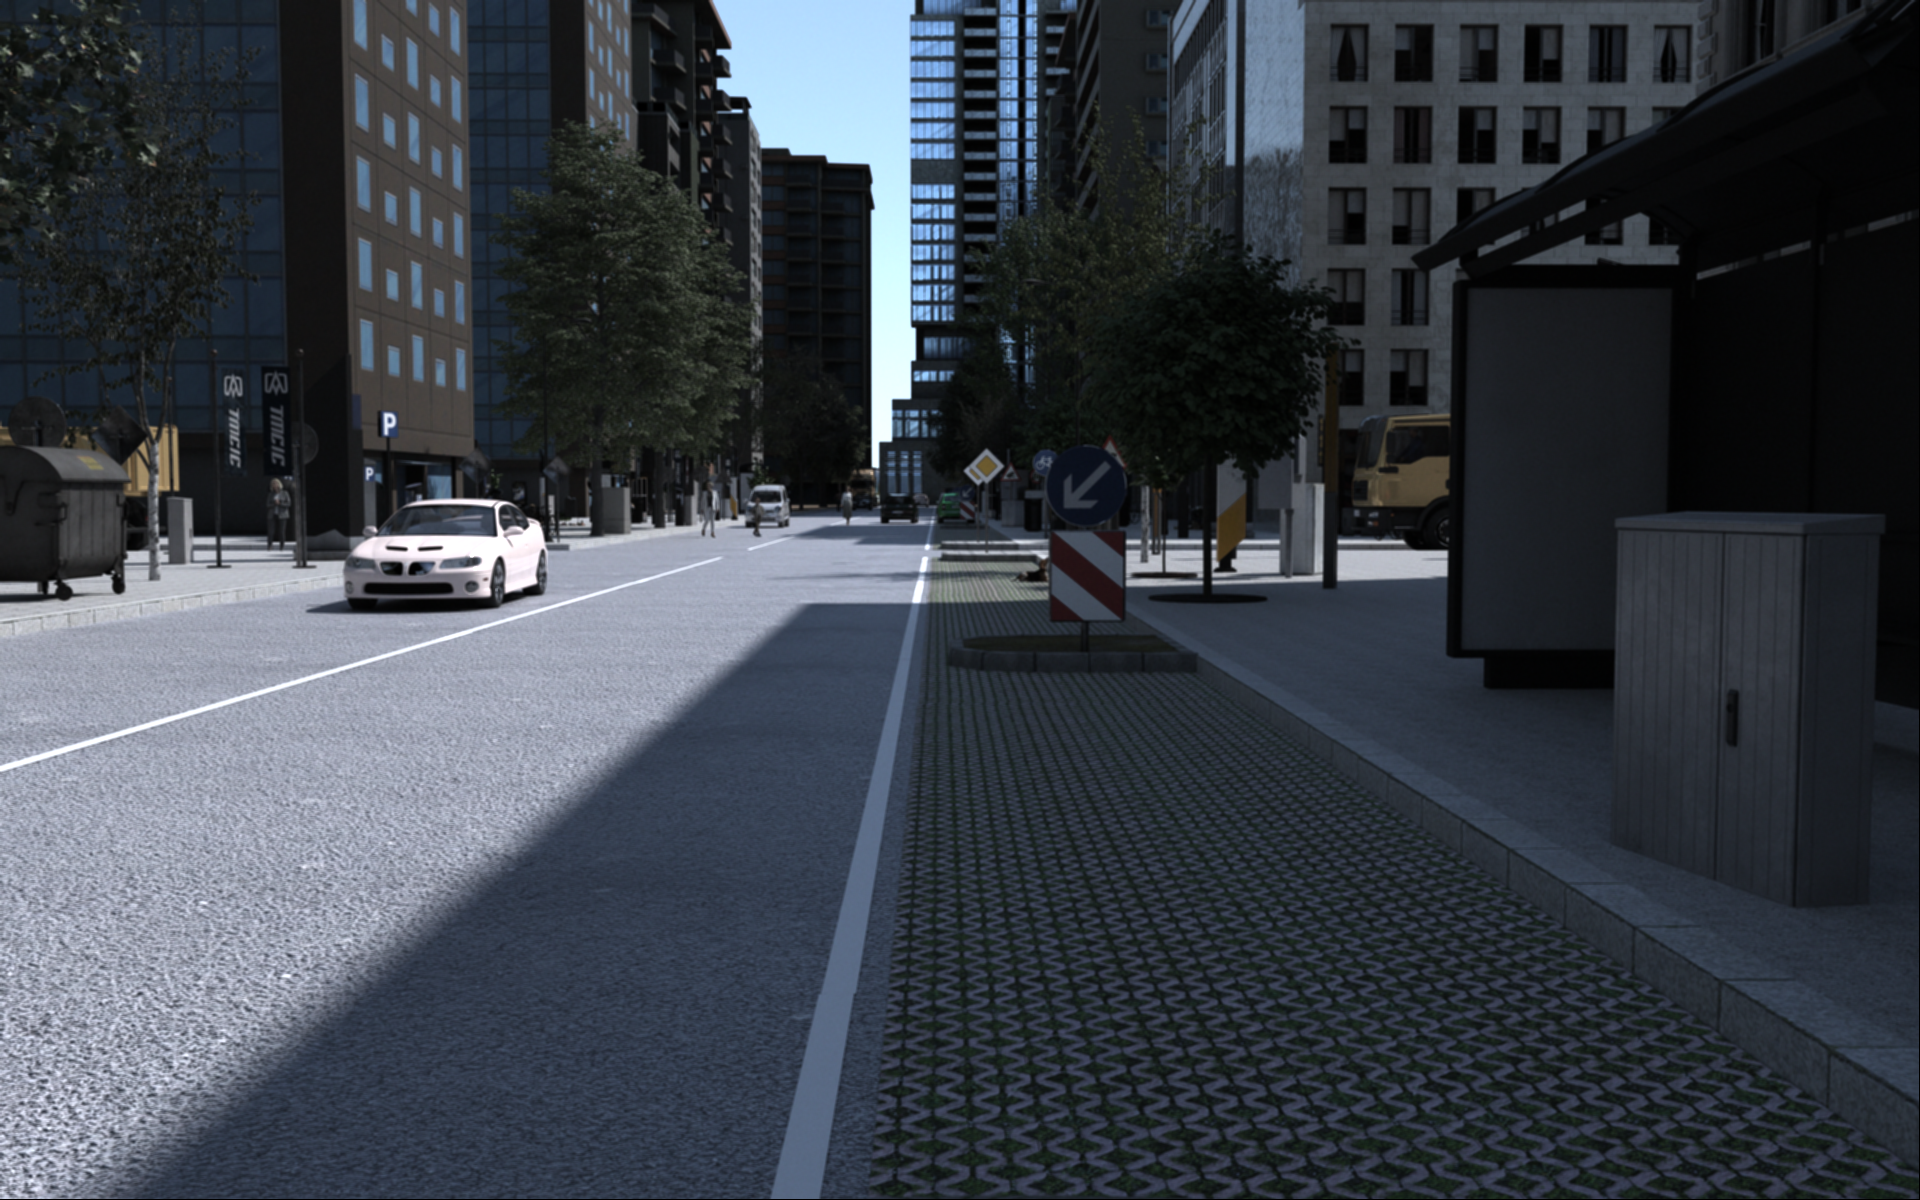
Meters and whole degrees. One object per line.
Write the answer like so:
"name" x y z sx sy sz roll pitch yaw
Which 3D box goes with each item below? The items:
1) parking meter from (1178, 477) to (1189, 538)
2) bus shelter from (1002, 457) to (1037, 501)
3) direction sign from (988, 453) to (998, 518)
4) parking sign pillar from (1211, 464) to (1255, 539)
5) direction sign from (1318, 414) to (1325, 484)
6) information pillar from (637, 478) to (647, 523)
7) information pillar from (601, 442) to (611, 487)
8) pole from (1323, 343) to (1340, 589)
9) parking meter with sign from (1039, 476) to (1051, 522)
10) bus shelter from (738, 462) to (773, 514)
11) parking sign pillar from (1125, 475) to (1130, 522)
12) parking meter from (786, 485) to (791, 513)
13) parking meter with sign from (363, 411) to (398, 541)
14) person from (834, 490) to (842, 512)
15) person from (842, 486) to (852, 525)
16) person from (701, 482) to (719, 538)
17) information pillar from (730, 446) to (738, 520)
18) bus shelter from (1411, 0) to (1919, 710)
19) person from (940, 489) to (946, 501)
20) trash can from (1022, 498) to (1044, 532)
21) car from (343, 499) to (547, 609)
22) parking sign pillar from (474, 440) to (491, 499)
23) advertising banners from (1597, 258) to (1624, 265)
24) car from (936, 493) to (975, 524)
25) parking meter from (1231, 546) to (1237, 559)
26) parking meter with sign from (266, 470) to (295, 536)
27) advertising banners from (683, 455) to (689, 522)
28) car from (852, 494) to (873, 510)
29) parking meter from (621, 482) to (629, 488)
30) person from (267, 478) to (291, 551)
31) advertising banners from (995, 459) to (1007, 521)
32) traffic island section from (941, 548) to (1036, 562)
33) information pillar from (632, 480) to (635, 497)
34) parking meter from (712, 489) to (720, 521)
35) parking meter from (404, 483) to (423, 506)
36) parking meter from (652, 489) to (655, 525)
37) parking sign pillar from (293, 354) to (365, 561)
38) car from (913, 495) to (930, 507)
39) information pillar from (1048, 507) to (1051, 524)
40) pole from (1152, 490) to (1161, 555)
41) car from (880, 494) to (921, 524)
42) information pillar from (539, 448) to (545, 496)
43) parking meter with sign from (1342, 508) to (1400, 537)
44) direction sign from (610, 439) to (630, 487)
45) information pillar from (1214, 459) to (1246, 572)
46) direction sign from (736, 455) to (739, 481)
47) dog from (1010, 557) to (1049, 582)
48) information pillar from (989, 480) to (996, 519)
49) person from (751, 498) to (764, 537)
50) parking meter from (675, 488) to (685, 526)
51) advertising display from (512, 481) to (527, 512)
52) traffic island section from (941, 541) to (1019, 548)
"parking meter" 6.530 -2.746 50.603 0.255 1.863 0.399 1 4 19
"bus shelter" 3.149 -5.963 91.415 2.014 3.302 5.546 0 4 -1
"direction sign" 1.630 -6.266 94.449 0.876 3.537 0.379 0 4 4
"parking sign pillar" 7.869 -3.787 50.397 1.447 3.967 1.447 3 5 41
"direction sign" 10.390 -3.519 49.528 0.379 3.537 0.876 2 4 32
"information pillar" -14.347 -4.510 78.235 0.304 2.012 0.304 3 5 43
"information pillar" -15.020 -5.011 73.279 0.504 3.616 0.183 -2 4 -35
"pole" 5.032 -1.811 23.460 0.158 3.312 0.155 0 3 0
"parking meter with sign" 4.027 -5.107 79.766 0.543 3.016 1.738 -1 4 -21
"bus shelter" -13.400 -7.266 112.723 2.014 3.302 5.546 0 4 -1
"parking sign pillar" 7.454 -5.814 83.528 1.447 3.967 1.447 3 4 37
"parking meter" -11.411 -6.681 114.945 0.255 1.863 0.399 3 5 44
"parking meter with sign" -12.816 -2.481 36.817 1.738 3.016 0.543 1 4 20
"person" -9.872 -8.100 141.640 1.217 1.736 0.721 3 5 41
"person" -5.194 -4.353 79.903 0.478 1.798 0.641 1 4 9
"person" -8.292 -2.991 57.283 0.514 1.842 0.818 -2 4 -30
"information pillar" -11.165 -5.751 85.376 0.183 3.616 0.504 -3 4 -38
"bus shelter" 4.045 -0.913 8.858 2.014 3.302 5.546 0 4 -1
"person" -1.041 -6.436 113.949 0.478 1.798 0.641 2 4 32
"trash can" 2.497 -2.906 59.174 0.748 1.137 0.748 0 3 0
"car" -6.782 -0.664 23.223 2.083 1.381 4.827 0 4 -2
"parking sign pillar" -23.778 -5.985 86.325 1.447 3.967 1.447 0 4 2
"advertising banners" 4.383 -0.999 12.515 0.090 3.025 2.074 3 5 41
"car" -0.202 -4.662 85.016 1.959 1.807 4.718 0 4 -2
"parking meter" 5.291 -1.582 34.276 0.372 1.533 0.369 0 3 0
"parking meter with sign" -20.089 -3.376 51.458 1.738 3.016 0.543 3 5 43
"advertising banners" -12.575 -5.055 78.830 0.090 3.025 2.074 -1 4 -21
"car" -8.645 -8.748 152.821 2.009 1.686 4.222 0 4 -1
"parking meter" -16.161 -4.751 83.393 0.399 1.863 0.255 0 4 -4
"person" -16.158 -1.980 41.055 0.537 1.800 0.526 0 4 -5
"advertising banners" 2.020 -5.406 84.575 0.090 3.025 2.074 1 4 16
"traffic island section" 0.602 -0.946 37.752 2.009 0.180 2.903 0 4 -1
"information pillar" -16.705 -5.176 89.115 0.304 2.012 0.304 -1 4 -12
"parking meter" -11.821 -4.618 83.918 0.372 1.533 0.369 0 3 0
"parking meter" -11.943 -1.804 37.898 0.372 1.533 0.369 0 3 0
"parking meter" -12.808 -3.950 73.000 0.372 1.533 0.369 0 3 0
"parking sign pillar" -12.298 -2.774 33.819 1.447 3.967 1.447 2 4 24
"car" -4.380 -10.894 190.474 2.083 1.381 4.827 0 4 -1
"information pillar" 4.012 -5.055 73.996 0.183 3.616 0.504 3 5 42
"pole" 4.166 -2.616 36.622 0.158 3.312 0.155 0 3 0
"car" -2.971 -4.634 85.555 2.009 1.686 4.222 0 4 1
"information pillar" -21.012 -5.855 87.083 0.183 3.616 0.504 -2 4 -32
"parking meter with sign" 12.454 -3.431 52.353 1.738 3.016 0.543 0 4 7
"direction sign" -13.959 -4.845 71.212 0.876 3.537 0.379 -3 5 -40
"information pillar" 4.448 -2.267 28.428 0.504 3.616 0.183 -1 4 -8
"direction sign" -13.171 -6.684 101.280 0.379 3.537 0.876 2 4 26
"dog" 1.209 -0.491 28.225 0.550 0.427 0.748 -3 5 -40
"information pillar" 1.688 -5.225 89.927 0.304 2.012 0.304 -2 4 -31
"person" -6.812 -2.792 58.427 0.475 1.303 0.640 -3 4 -38
"parking meter" -11.229 -3.728 69.371 0.372 1.533 0.369 0 3 0
"advertising display" -22.070 -4.989 86.791 0.974 1.923 0.123 3 4 38
"traffic island section" 0.500 -1.435 45.737 2.009 0.180 2.903 0 4 -1
